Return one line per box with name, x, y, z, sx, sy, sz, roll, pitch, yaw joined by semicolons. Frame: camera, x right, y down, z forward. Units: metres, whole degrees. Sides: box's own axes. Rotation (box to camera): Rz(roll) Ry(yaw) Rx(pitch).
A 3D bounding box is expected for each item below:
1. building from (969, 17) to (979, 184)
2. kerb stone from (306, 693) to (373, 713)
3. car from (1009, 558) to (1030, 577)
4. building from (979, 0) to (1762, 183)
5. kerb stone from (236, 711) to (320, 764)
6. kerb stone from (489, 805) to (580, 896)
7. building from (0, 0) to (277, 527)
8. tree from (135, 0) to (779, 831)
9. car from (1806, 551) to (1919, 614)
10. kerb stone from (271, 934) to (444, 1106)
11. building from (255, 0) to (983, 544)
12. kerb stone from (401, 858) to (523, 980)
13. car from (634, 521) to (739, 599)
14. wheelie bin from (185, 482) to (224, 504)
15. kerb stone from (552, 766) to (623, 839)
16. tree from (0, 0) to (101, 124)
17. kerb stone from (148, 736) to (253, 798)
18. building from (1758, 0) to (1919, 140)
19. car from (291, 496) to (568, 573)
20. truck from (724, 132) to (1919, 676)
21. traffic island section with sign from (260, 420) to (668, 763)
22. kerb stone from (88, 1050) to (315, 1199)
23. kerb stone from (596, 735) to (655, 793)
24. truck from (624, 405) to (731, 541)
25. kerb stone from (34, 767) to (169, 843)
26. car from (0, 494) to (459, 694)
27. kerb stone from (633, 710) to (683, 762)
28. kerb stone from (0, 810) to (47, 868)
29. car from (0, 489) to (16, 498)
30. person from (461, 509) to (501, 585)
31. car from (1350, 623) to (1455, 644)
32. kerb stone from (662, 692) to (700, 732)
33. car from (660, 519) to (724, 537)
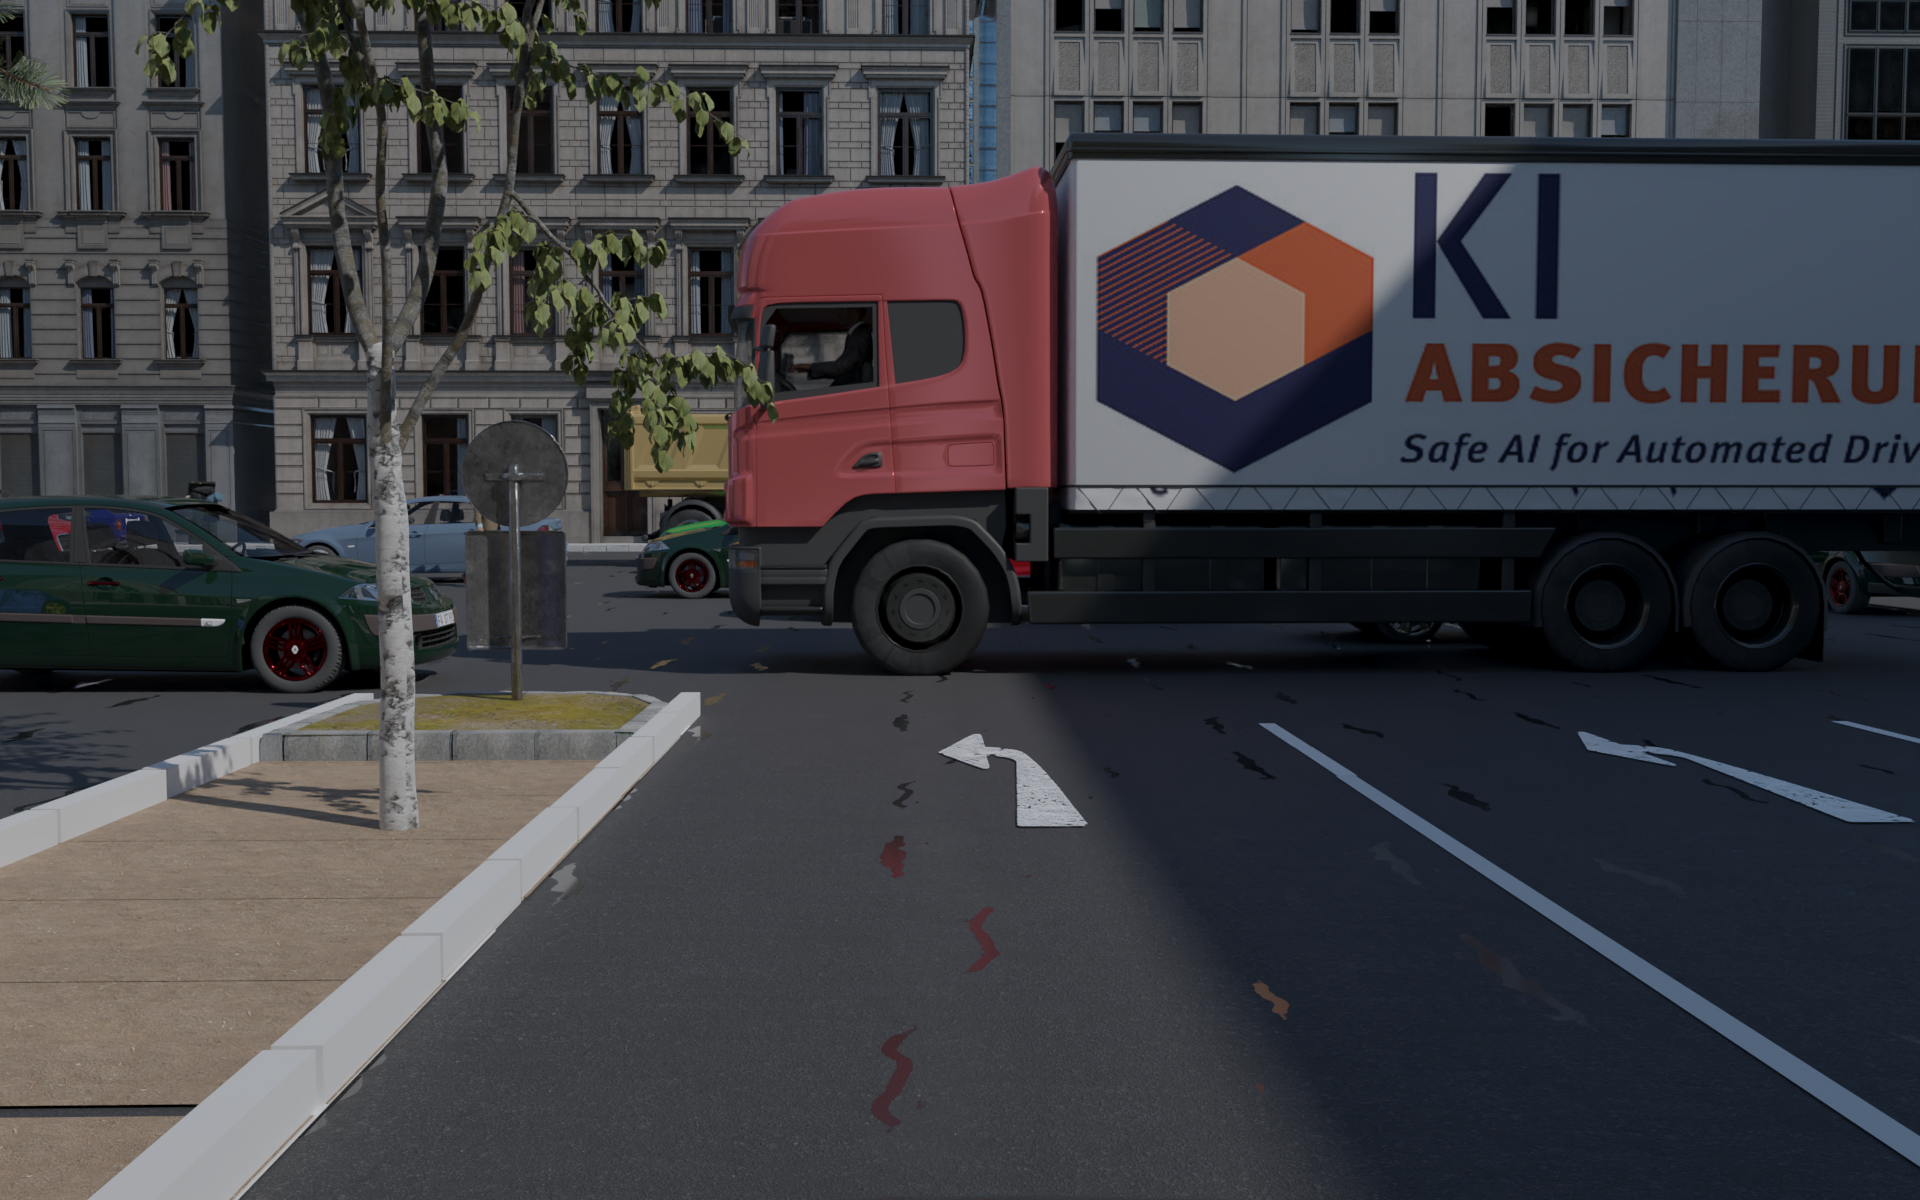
building;-10.202;-55.110;213.714;31.000;86.520;22.319;0;4;-2
kerb stone;-3.823;0.706;10.652;0.120;0.150;1.000;0;4;-2
car;0.620;-0.709;20.265;5.304;1.827;2.281;0;4;-3
building;10.711;-14.234;50.744;19.932;24.808;12.078;0;4;-2
kerb stone;-3.802;0.770;9.625;0.120;0.150;1.000;0;4;-2
kerb stone;-1.616;0.954;6.595;0.120;0.150;1.000;0;4;-2
building;-28.081;-12.247;49.397;18.267;20.994;9.793;0;4;-2
tree;-2.350;-3.308;6.901;4.737;8.622;4.395;0;3;0
car;11.289;-0.751;22.062;2.009;1.686;4.222;0;4;-2
kerb stone;-1.555;1.080;4.530;0.120;0.150;1.000;0;4;-2
building;-8.856;-11.280;49.055;19.286;19.102;10.561;0;4;-2
kerb stone;-1.586;1.017;5.566;0.120;0.150;1.000;0;4;-2
car;-2.455;-0.896;24.428;4.222;1.686;2.009;0;4;-1
wheelie bin;-19.233;-2.211;44.066;0.980;1.594;0.693;-2;4;-35
kerb stone;-1.639;0.894;7.622;0.120;0.150;1.000;0;4;-2
tree;-2.866;-4.675;0.946;6.751;12.117;7.091;0;3;0
kerb stone;-3.775;0.832;8.598;0.120;0.150;1.000;0;4;-2
building;36.318;-14.324;53.270;30.058;24.678;14.314;0;4;-2
car;-8.765;-1.009;28.501;4.499;1.417;2.014;0;4;-2
truck;3.042;-1.582;14.774;11.283;4.237;2.839;0;4;-3
traffic island section with sign;-2.754;-0.125;10.178;2.006;1.907;1.989;0;4;-2
kerb stone;-1.535;1.143;3.501;0.120;0.150;1.000;0;4;-2
kerb stone;-1.671;0.830;8.649;0.120;0.150;1.000;0;4;-2
truck;-1.638;-2.379;34.814;9.791;3.379;3.469;0;4;-1
kerb stone;-3.739;0.895;7.559;0.120;0.150;1.000;0;4;-2
car;-6.008;-0.206;13.162;4.222;1.686;2.009;0;4;-2
kerb stone;-1.693;0.765;9.682;0.120;0.150;1.000;0;4;-2
kerb stone;-3.712;0.958;6.531;0.120;0.150;1.000;0;4;-2
car;-22.508;-1.841;38.766;5.304;1.827;2.281;0;3;0
person;-7.266;-1.118;26.684;0.836;1.842;0.656;-1;4;-14
car;5.689;-0.522;17.326;4.718;1.807;1.959;0;4;0
kerb stone;-1.728;0.703;10.709;0.120;0.150;1.000;0;4;-2
car;-3.181;-1.389;31.504;4.718;1.807;1.959;0;4;0
